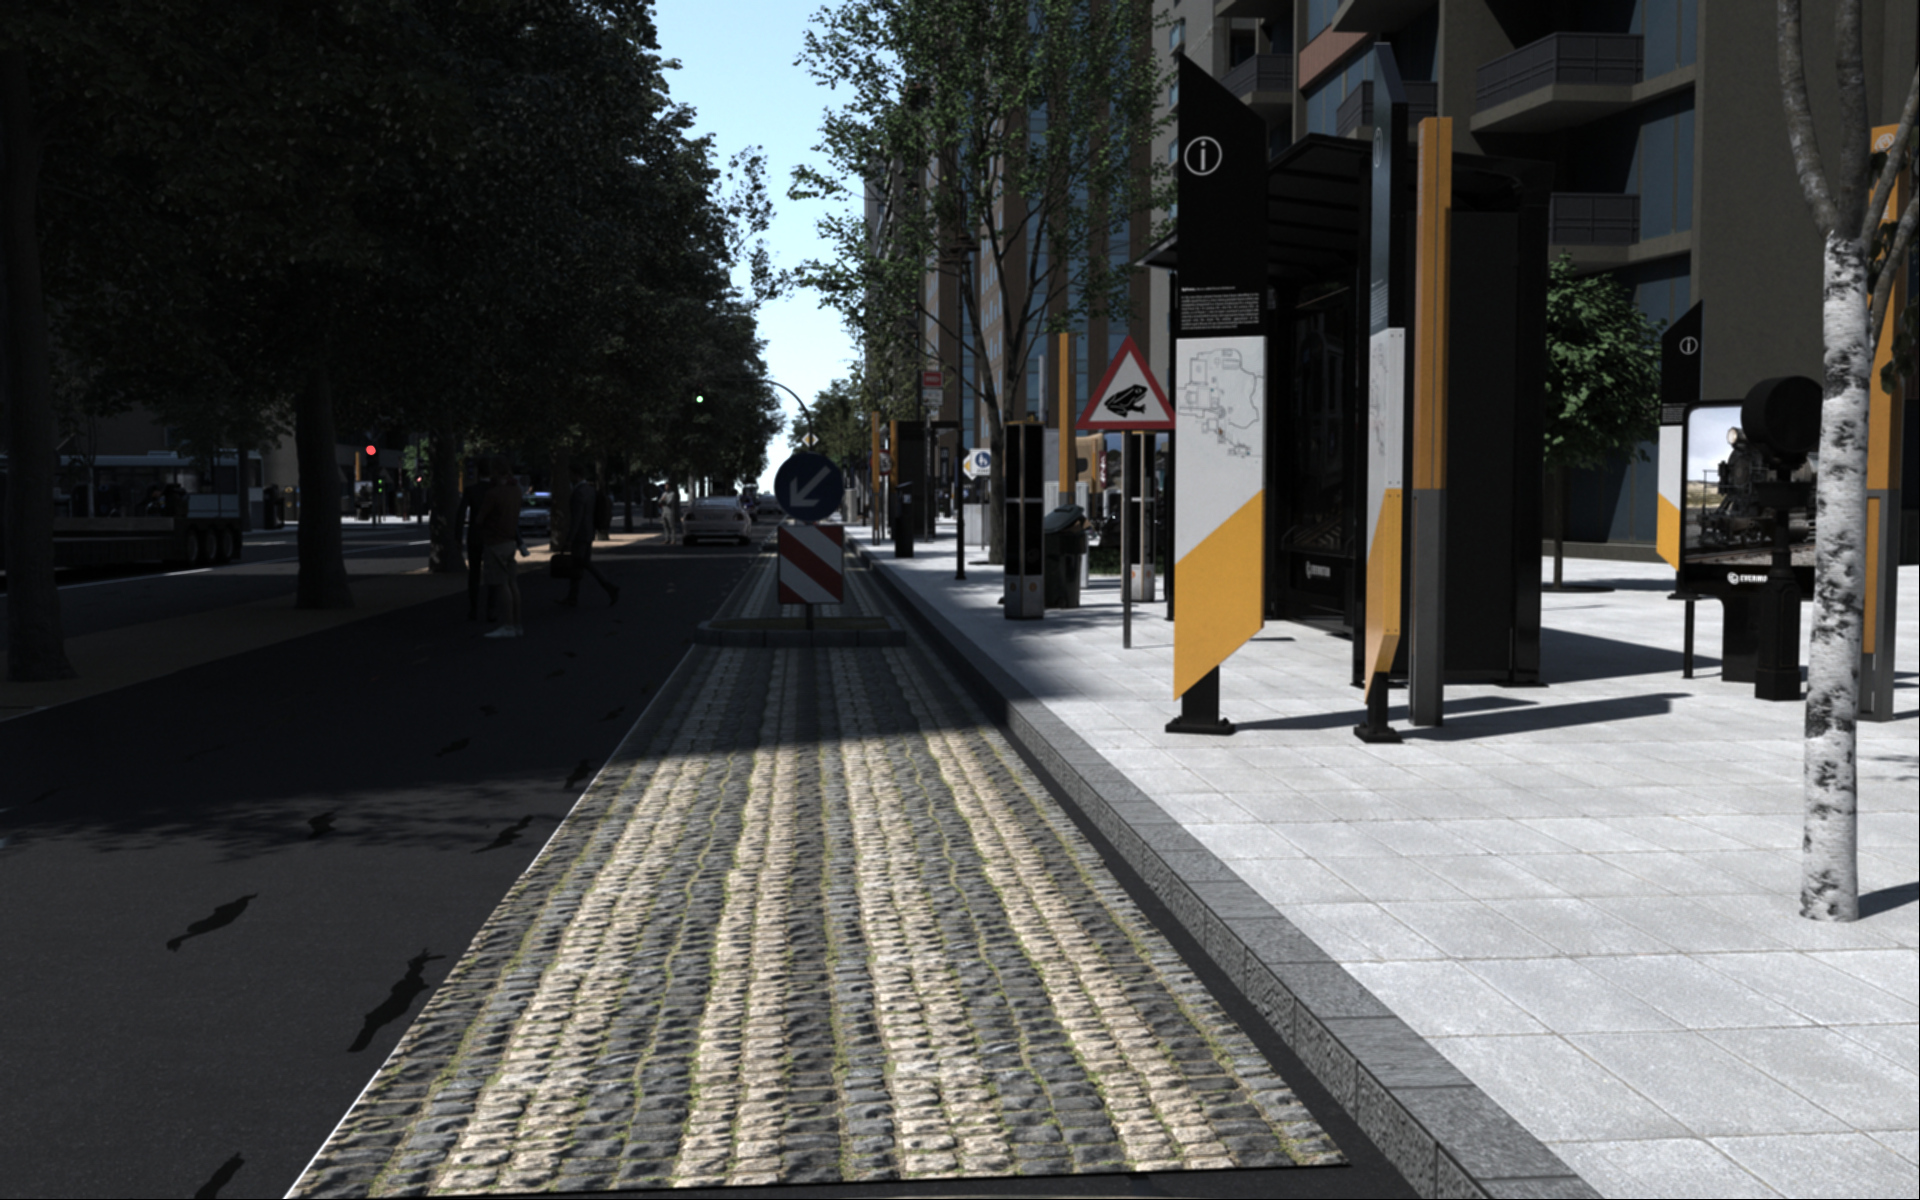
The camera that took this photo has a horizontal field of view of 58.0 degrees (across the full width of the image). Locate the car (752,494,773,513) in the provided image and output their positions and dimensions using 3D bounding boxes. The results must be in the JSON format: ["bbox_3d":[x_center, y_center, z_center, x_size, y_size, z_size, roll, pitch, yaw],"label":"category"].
[{"bbox_3d":[-15.130,-7.300,131.156,2.131,1.459,4.920,0,4,-4],"label":"car"}]

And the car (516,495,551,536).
[{"bbox_3d":[-14.810,-2.953,60.291,2.014,1.417,4.499,0,4,-7],"label":"car"}]

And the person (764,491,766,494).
[{"bbox_3d":[-22.687,-11.848,202.227,1.348,1.822,0.705,3,4,38],"label":"person"}]

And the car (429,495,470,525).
[{"bbox_3d":[-23.954,-4.282,82.367,2.083,1.381,4.827,0,4,-6],"label":"car"}]

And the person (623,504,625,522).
[{"bbox_3d":[-17.283,-4.708,89.748,0.394,1.301,0.425,-2,4,-32],"label":"person"}]

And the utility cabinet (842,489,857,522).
[{"bbox_3d":[-4.978,-4.225,77.757,0.318,1.500,1.173,-2,4,-25],"label":"utility cabinet"}]

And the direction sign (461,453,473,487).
[{"bbox_3d":[-27.041,-6.293,94.883,0.379,3.537,0.876,3,4,38],"label":"direction sign"}]

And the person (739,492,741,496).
[{"bbox_3d":[-38.807,-18.084,304.892,1.217,1.735,0.721,-3,5,-39],"label":"person"}]

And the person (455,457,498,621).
[{"bbox_3d":[-5.402,-0.692,19.595,0.659,1.850,0.755,-1,4,-21],"label":"person"}]

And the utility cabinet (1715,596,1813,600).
[{"bbox_3d":[9.773,-0.745,20.860,1.173,1.500,0.318,1,4,14],"label":"utility cabinet"}]

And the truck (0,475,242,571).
[{"bbox_3d":[-15.489,-2.276,26.977,2.967,4.110,18.799,0,4,-5],"label":"truck"}]

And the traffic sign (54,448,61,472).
[{"bbox_3d":[-23.999,-2.776,45.500,0.768,2.556,0.104,0,4,-2],"label":"traffic sign"}]

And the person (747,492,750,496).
[{"bbox_3d":[-31.393,-15.105,256.168,1.217,1.736,0.721,-3,5,-44],"label":"person"}]

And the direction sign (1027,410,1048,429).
[{"bbox_3d":[2.099,-3.376,47.203,0.379,3.537,0.876,-3,4,-37],"label":"direction sign"}]

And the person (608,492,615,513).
[{"bbox_3d":[-27.046,-7.580,134.240,0.589,1.601,0.330,0,4,-5],"label":"person"}]

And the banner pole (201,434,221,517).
[{"bbox_3d":[-28.011,-4.579,64.882,0.863,3.779,0.401,-1,4,-22],"label":"banner pole"}]

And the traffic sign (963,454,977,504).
[{"bbox_3d":[0.326,-2.790,46.807,0.795,2.450,0.064,0,4,-4],"label":"traffic sign"}]

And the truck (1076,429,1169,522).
[{"bbox_3d":[8.330,-5.211,74.117,11.283,4.237,2.839,0,4,-5],"label":"truck"}]

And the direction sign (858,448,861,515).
[{"bbox_3d":[-4.925,-5.707,85.304,0.379,3.537,0.876,0,4,4],"label":"direction sign"}]

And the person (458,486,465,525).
[{"bbox_3d":[-22.962,-4.314,79.137,0.767,1.812,0.694,3,5,42],"label":"person"}]

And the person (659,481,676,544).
[{"bbox_3d":[-8.379,-2.496,49.489,0.511,1.800,0.466,2,4,27],"label":"person"}]

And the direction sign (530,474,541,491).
[{"bbox_3d":[-33.337,-8.810,136.043,0.876,3.537,0.379,0,4,1],"label":"direction sign"}]

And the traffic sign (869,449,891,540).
[{"bbox_3d":[-2.158,-2.969,48.645,0.768,2.556,0.104,0,4,-1],"label":"traffic sign"}]

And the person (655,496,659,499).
[{"bbox_3d":[-31.521,-10.513,181.093,0.721,1.736,1.217,-3,5,-41],"label":"person"}]

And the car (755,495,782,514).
[{"bbox_3d":[-13.794,-6.901,125.185,2.083,1.381,4.827,0,4,-5],"label":"car"}]

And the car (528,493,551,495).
[{"bbox_3d":[-20.138,-4.468,82.643,1.945,1.707,3.694,0,4,-4],"label":"car"}]

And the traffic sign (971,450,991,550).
[{"bbox_3d":[0.523,-2.277,39.365,0.606,2.300,0.079,0,4,-5],"label":"traffic sign"}]

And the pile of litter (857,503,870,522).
[{"bbox_3d":[-4.528,-4.563,88.573,1.176,0.858,1.719,-1,4,-19],"label":"pile of litter"}]

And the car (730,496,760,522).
[{"bbox_3d":[-11.412,-4.738,90.039,1.945,1.354,3.894,0,4,-5],"label":"car"}]

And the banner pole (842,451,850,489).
[{"bbox_3d":[-6.557,-6.754,100.438,0.401,3.779,0.863,-3,5,-44],"label":"banner pole"}]

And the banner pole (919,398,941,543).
[{"bbox_3d":[-0.839,-3.363,44.998,0.401,3.779,0.863,-1,4,-11],"label":"banner pole"}]

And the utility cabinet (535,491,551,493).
[{"bbox_3d":[-31.331,-7.431,130.169,1.173,1.500,0.318,-3,5,-39],"label":"utility cabinet"}]

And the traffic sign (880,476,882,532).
[{"bbox_3d":[-2.652,-3.461,58.714,0.606,2.300,0.079,0,4,4],"label":"traffic sign"}]

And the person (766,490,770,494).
[{"bbox_3d":[-19.388,-10.189,175.181,1.348,1.812,0.705,0,4,4],"label":"person"}]

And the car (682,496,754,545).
[{"bbox_3d":[-6.973,-2.291,49.819,2.083,1.381,4.827,0,4,-6],"label":"car"}]

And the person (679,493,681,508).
[{"bbox_3d":[-29.386,-10.446,180.768,0.415,1.643,0.593,-3,4,-37],"label":"person"}]

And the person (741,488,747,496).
[{"bbox_3d":[-14.537,-6.599,116.408,0.388,1.821,0.555,2,4,24],"label":"person"}]

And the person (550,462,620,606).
[{"bbox_3d":[-4.779,-0.832,22.066,0.822,1.834,0.622,0,4,-3],"label":"person"}]

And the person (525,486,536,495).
[{"bbox_3d":[-19.419,-4.277,78.673,0.600,1.795,0.529,3,4,38],"label":"person"}]

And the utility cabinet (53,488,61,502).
[{"bbox_3d":[-34.816,-3.492,65.778,1.173,1.500,0.318,-1,4,-20],"label":"utility cabinet"}]

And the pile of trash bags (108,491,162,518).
[{"bbox_3d":[-25.046,-2.663,53.296,1.912,1.369,3.447,-1,4,-10],"label":"pile of trash bags"}]

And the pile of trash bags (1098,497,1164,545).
[{"bbox_3d":[4.738,-2.009,42.593,1.912,1.369,3.447,2,4,26],"label":"pile of trash bags"}]

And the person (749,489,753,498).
[{"bbox_3d":[-15.228,-7.174,125.801,0.388,1.821,0.555,-1,4,-20],"label":"person"}]

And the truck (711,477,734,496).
[{"bbox_3d":[-27.562,-12.985,201.224,2.839,4.237,11.283,0,4,-6],"label":"truck"}]

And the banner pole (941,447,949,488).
[{"bbox_3d":[-0.861,-5.579,81.237,0.863,3.779,0.401,-2,4,-33],"label":"banner pole"}]

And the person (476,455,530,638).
[{"bbox_3d":[-4.602,-0.547,17.425,0.573,1.828,0.580,-2,4,-33],"label":"person"}]
